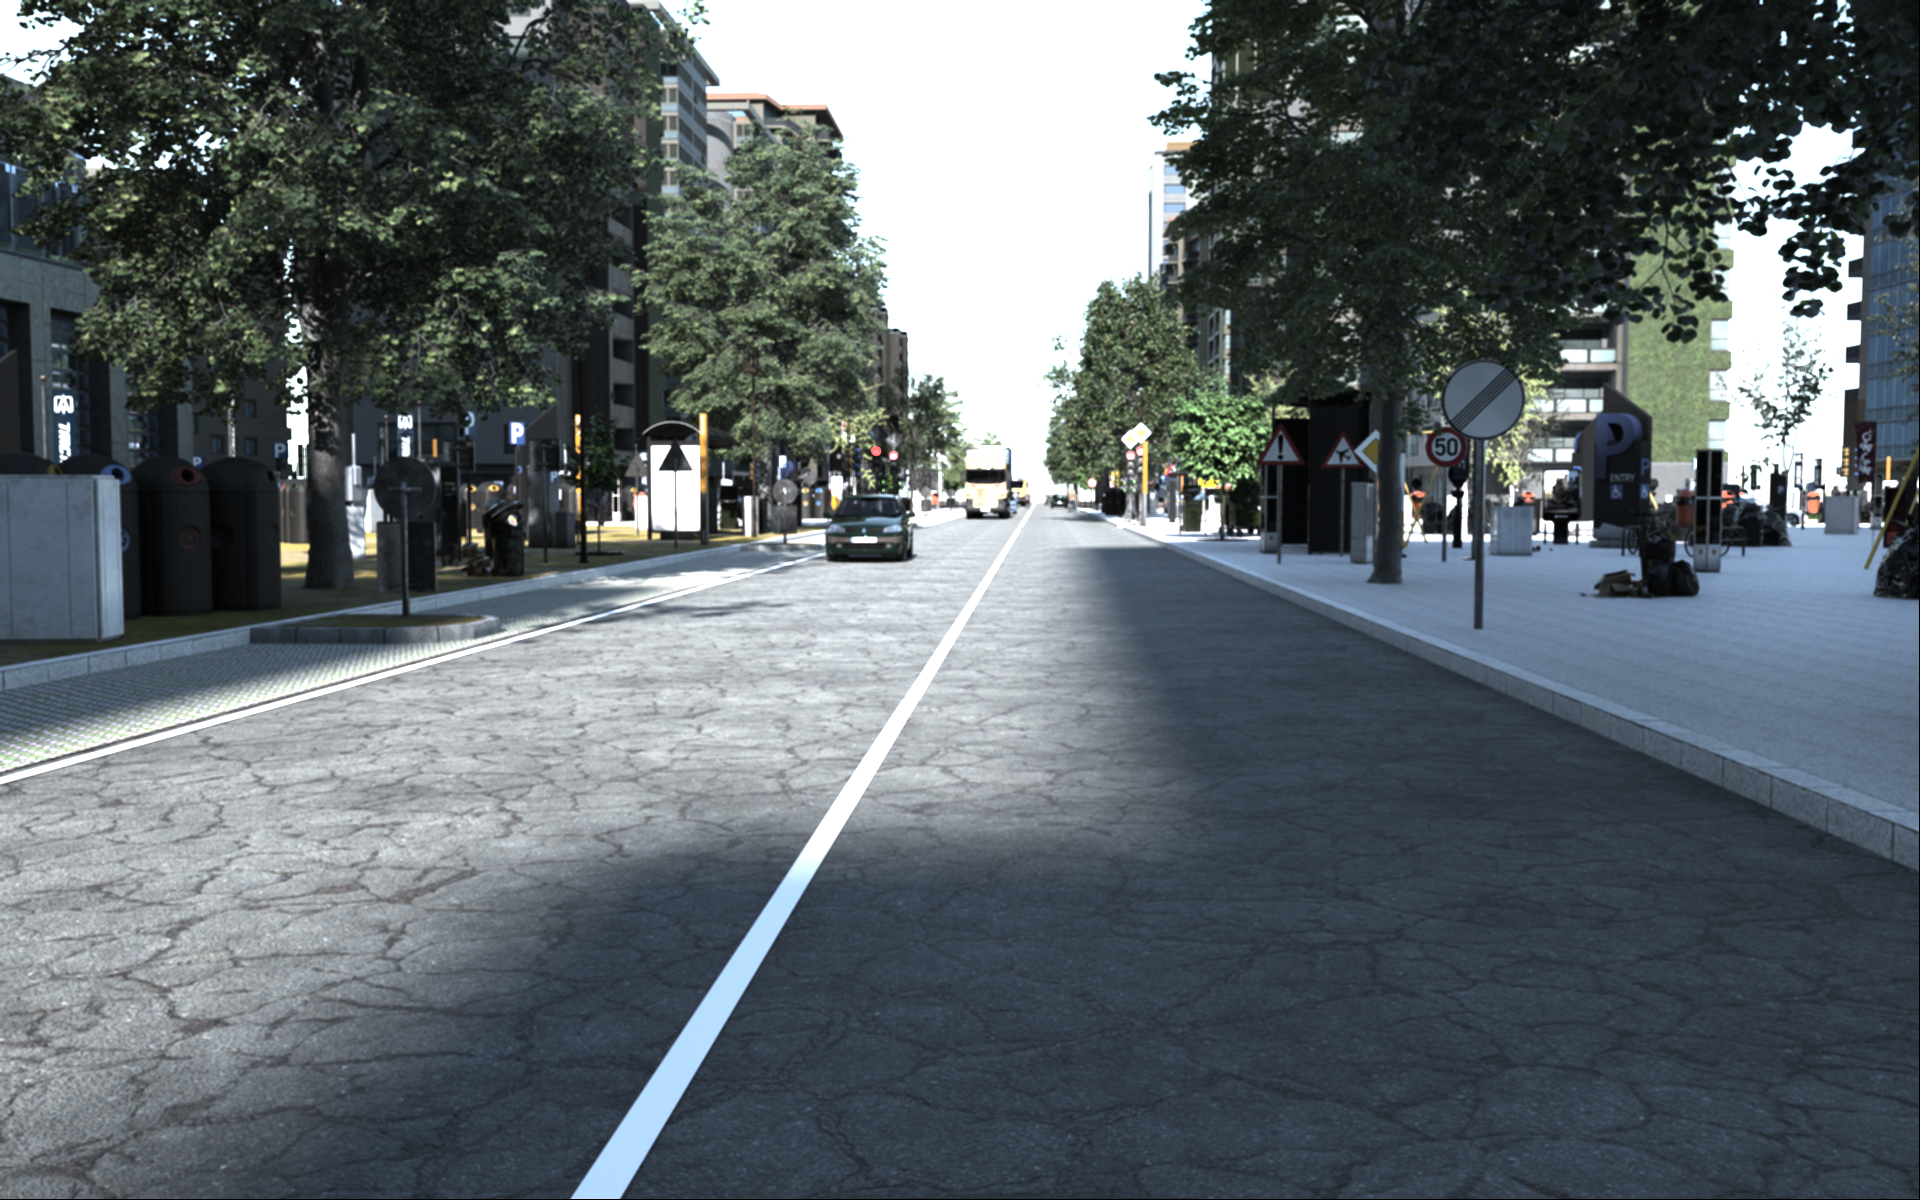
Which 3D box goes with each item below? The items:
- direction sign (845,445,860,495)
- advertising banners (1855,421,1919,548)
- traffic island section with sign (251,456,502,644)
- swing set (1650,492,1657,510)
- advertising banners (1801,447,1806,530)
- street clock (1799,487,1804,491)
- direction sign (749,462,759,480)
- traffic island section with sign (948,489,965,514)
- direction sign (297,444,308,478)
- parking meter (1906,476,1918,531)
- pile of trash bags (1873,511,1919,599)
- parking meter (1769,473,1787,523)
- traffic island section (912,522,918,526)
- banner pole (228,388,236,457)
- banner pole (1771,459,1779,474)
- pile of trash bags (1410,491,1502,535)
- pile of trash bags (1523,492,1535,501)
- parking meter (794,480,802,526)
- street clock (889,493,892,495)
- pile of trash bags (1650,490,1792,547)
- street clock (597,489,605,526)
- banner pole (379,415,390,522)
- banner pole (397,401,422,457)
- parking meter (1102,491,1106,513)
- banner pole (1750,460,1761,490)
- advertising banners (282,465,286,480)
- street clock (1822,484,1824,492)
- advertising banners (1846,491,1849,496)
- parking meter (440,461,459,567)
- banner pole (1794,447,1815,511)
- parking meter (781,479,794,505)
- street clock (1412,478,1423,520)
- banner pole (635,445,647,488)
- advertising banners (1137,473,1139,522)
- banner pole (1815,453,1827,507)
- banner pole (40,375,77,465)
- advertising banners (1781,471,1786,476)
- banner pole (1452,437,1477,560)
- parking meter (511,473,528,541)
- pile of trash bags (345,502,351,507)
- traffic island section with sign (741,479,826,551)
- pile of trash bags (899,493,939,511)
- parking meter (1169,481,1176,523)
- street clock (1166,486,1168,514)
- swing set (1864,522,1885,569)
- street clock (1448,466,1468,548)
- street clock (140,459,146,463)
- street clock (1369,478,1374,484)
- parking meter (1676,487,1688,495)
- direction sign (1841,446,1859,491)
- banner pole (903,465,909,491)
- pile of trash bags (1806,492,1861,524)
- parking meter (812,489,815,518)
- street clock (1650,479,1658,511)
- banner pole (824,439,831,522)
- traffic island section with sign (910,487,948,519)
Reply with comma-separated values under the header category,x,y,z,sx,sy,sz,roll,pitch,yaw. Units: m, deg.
category,x,y,z,sx,sy,sz,roll,pitch,yaw
direction sign,-4.959,-5.389,80.105,0.876,3.537,0.379,-3,5,-41
advertising banners,22.315,-2.755,41.227,0.090,3.025,2.074,-3,5,-39
traffic island section with sign,-5.738,-0.536,17.395,1.989,1.847,2.006,0,4,3
swing set,24.047,-4.051,63.851,2.862,2.851,3.119,0,4,-6
advertising banners,30.850,-4.109,63.372,0.090,3.025,2.074,2,4,23
street clock,71.985,-8.789,148.265,0.358,2.002,0.471,0,4,2
direction sign,-14.376,-7.923,121.543,0.876,3.537,0.379,-2,4,-30
traffic island section with sign,-0.626,-7.226,126.777,1.989,1.847,2.006,0,4,3
direction sign,-29.584,-5.276,78.266,0.876,3.537,0.379,2,4,27
parking meter,25.201,-2.457,45.883,0.255,1.863,0.399,2,4,31
pile of trash bags,13.182,-0.691,21.049,3.447,1.369,1.912,0,4,0
parking meter,22.691,-2.591,48.067,0.399,1.863,0.255,-1,4,-13
traffic island section,-2.949,-3.345,76.971,2.009,0.180,2.903,0,4,3
banner pole,-14.582,-2.735,34.730,0.401,3.779,0.863,-2,4,-31
banner pole,58.348,-8.204,124.147,0.401,3.779,0.863,-2,4,-27
pile of trash bags,15.656,-2.832,56.062,1.912,1.369,3.447,-1,4,-20
pile of trash bags,23.517,-4.060,76.129,3.447,1.369,1.912,0,3,0
parking meter,-6.580,-3.920,69.808,0.255,1.863,0.399,-3,5,-43
street clock,-4.371,-6.381,108.892,0.358,2.002,0.471,0,4,-7
pile of trash bags,18.823,-2.017,42.729,3.447,1.369,1.912,-2,4,-32
street clock,-14.536,-4.017,70.241,0.358,2.002,0.471,-2,4,-24
banner pole,-18.130,-3.949,54.582,0.401,3.779,0.863,0,4,4
banner pole,-14.495,-3.413,45.814,0.863,3.779,0.401,-3,5,-41
parking meter,9.875,-6.734,118.513,0.372,1.533,0.369,0,3,0
banner pole,58.165,-8.352,126.568,0.863,3.779,0.401,3,4,39
advertising banners,-40.115,-6.570,103.610,0.090,3.025,2.074,0,4,0
street clock,62.755,-7.410,125.722,0.471,2.002,0.358,-2,4,-35
advertising banners,32.788,-4.102,63.257,2.074,3.025,0.090,-3,5,-45
parking meter,-9.026,-1.523,30.609,0.255,1.863,0.399,-2,4,-23
banner pole,44.706,-6.239,92.017,0.401,3.779,0.863,-3,5,-43
parking meter,-6.581,-3.651,65.408,0.255,1.863,0.399,-3,4,-38
street clock,21.020,-4.593,79.661,0.471,2.002,0.358,2,4,27
banner pole,-16.141,-5.973,87.681,0.863,3.779,0.401,-1,4,-10
advertising banners,8.161,-5.094,79.478,0.090,3.025,2.074,0,4,6
banner pole,52.515,-7.075,105.686,0.863,3.779,0.401,1,4,22
banner pole,-19.036,-2.845,36.537,0.863,3.779,0.401,-1,4,-8
advertising banners,61.766,-8.265,131.322,2.074,3.025,0.090,-1,4,-13
banner pole,9.936,-2.686,33.932,0.401,3.779,0.863,-2,4,-24
parking meter,-12.074,-2.553,47.453,0.399,1.863,0.255,3,4,38
pile of trash bags,-23.198,-3.177,61.696,3.447,1.369,1.912,-2,4,-33
traffic island section with sign,-4.483,-2.183,44.321,1.989,1.847,2.006,0,4,3
pile of trash bags,-3.416,-7.884,138.649,3.447,1.369,1.912,0,4,3
parking meter,9.407,-4.339,76.652,0.255,1.863,0.399,1,4,14
street clock,13.499,-6.570,111.989,0.358,2.002,0.471,2,4,35
swing set,17.488,-1.915,28.925,3.119,2.851,2.862,-1,4,-23
street clock,11.855,-2.242,41.235,0.471,2.002,0.358,0,4,6
street clock,-16.571,-1.894,35.536,0.358,2.002,0.471,2,4,24
street clock,18.466,-4.511,78.330,0.471,2.002,0.358,1,4,15
parking meter,25.718,-3.260,61.717,0.372,1.533,0.369,0,3,0
direction sign,41.718,-5.450,81.097,0.876,3.537,0.379,2,4,30
banner pole,-4.585,-9.661,147.972,0.863,3.779,0.401,1,4,20
pile of trash bags,38.130,-4.002,75.181,3.447,1.369,1.912,-1,4,-21
parking meter,-7.924,-5.126,92.214,0.372,1.533,0.369,0,3,0
street clock,32.541,-4.699,81.396,0.471,2.002,0.358,-2,4,-25
banner pole,-6.021,-5.472,79.485,0.401,3.779,0.863,0,3,0
traffic island section with sign,-1.900,-5.548,99.334,1.989,1.847,2.006,0,4,3
